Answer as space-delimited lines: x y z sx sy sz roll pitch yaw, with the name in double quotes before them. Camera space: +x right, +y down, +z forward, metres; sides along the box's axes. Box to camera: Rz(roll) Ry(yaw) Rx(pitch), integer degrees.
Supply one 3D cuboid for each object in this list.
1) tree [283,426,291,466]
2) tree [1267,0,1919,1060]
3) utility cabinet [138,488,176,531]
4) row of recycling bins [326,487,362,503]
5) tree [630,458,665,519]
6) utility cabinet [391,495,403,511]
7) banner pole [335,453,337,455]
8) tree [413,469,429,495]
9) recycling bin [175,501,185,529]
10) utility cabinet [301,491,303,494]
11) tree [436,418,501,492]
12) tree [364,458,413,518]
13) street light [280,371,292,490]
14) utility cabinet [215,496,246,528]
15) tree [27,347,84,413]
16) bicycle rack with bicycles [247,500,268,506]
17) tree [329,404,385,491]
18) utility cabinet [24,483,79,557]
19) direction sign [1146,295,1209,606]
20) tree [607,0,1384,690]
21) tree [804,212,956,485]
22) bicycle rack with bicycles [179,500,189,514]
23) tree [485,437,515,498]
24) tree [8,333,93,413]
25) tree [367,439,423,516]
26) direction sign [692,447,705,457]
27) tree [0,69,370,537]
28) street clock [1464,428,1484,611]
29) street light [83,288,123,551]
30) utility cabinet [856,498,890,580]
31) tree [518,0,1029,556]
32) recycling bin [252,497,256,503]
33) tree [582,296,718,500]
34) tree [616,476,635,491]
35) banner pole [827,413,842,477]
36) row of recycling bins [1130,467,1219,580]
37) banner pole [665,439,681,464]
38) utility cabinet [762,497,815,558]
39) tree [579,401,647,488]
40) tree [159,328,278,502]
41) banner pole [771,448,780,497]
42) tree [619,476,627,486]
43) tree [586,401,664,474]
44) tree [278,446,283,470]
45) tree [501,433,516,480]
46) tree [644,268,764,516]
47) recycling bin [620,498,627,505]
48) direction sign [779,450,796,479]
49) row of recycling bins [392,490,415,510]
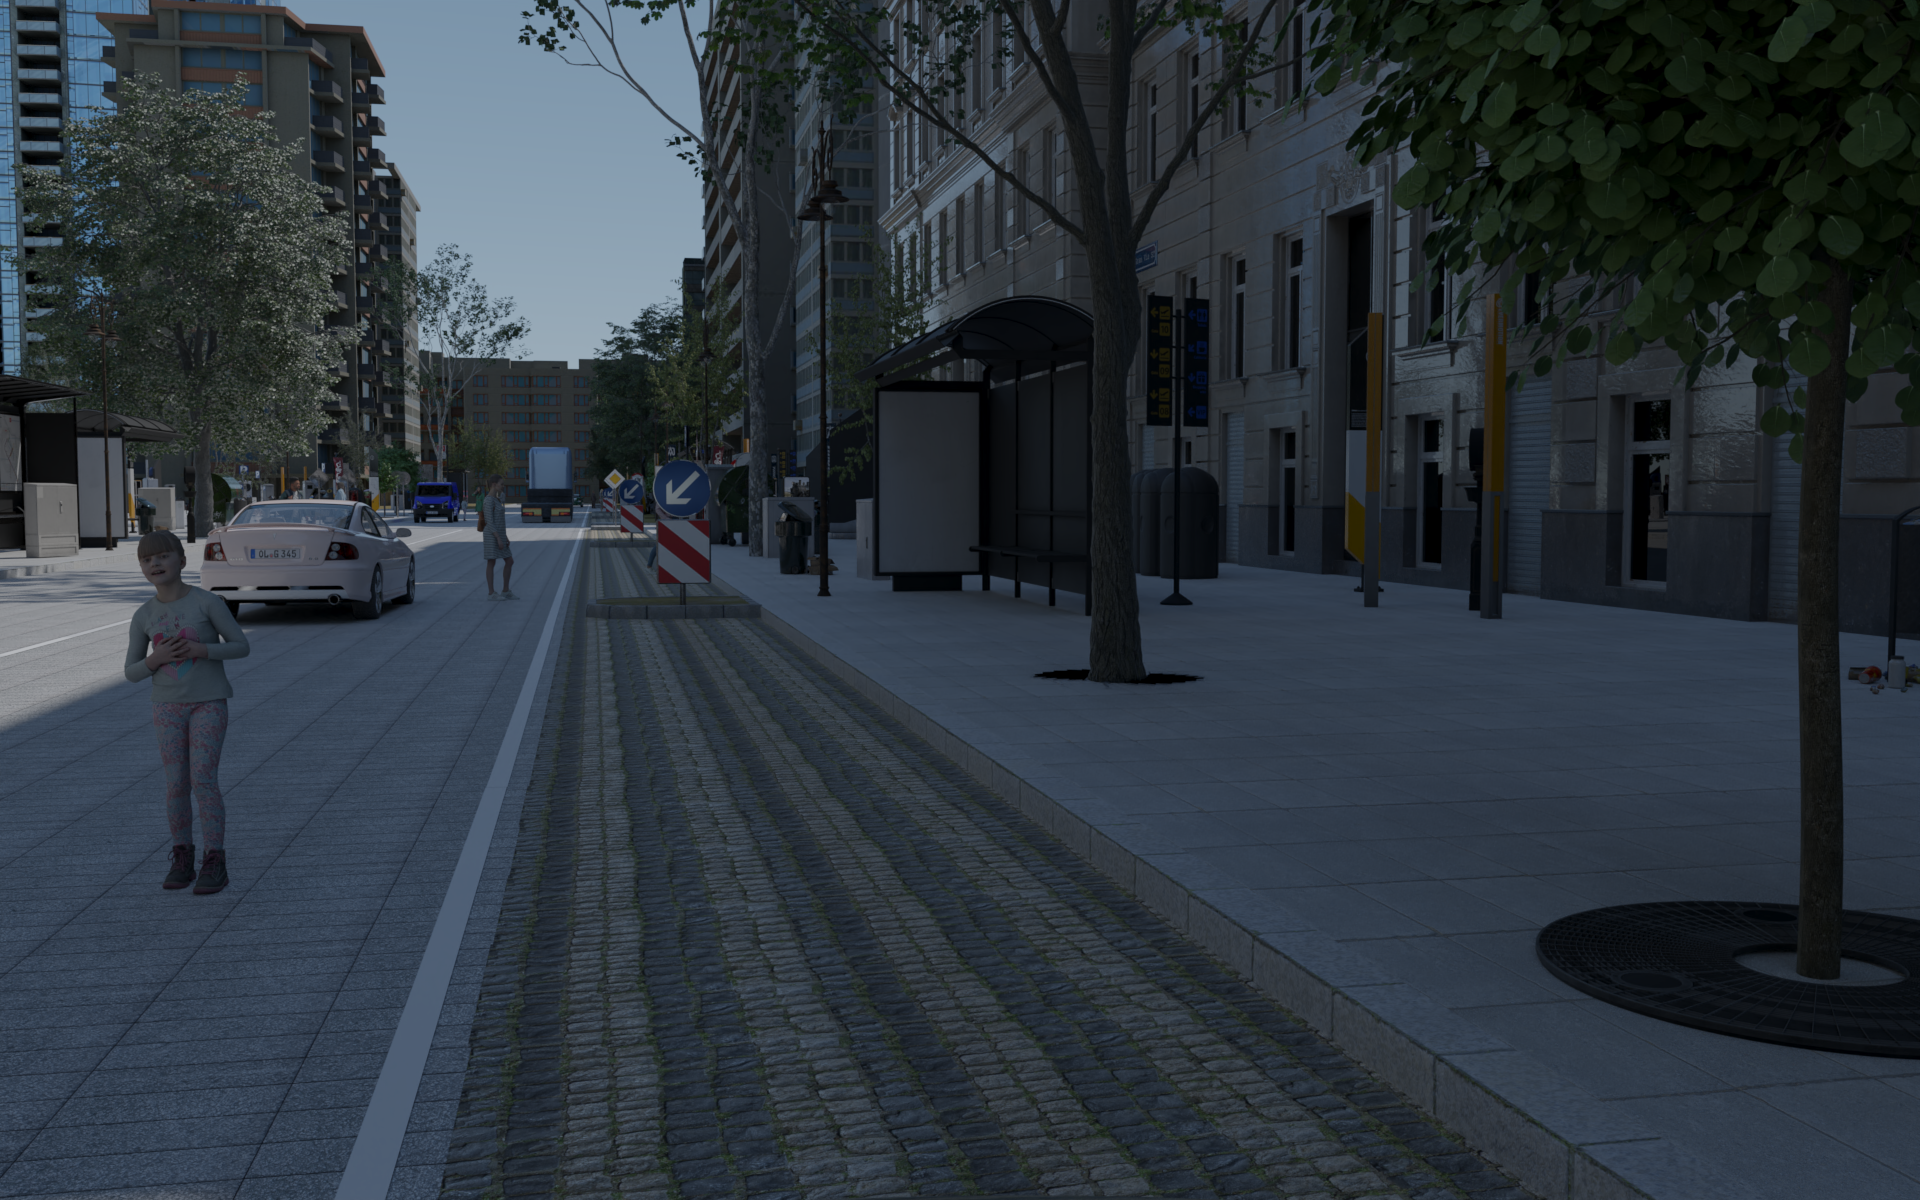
"tree" -56.797 -11.680 141.338 4.360 8.622 3.978 0 3 0
"tree" 2.368 -1.273 4.520 4.285 4.588 4.351 0 3 0
"utility cabinet" -27.840 -3.141 60.027 1.173 1.500 0.318 0 4 5
"row of recycling bins" -38.436 -6.178 108.130 3.534 1.692 1.069 3 5 42
"tree" -16.109 -5.894 90.972 1.663 3.219 1.824 0 3 0
"utility cabinet" -44.061 -7.608 135.555 0.306 1.237 1.020 2 4 30
"banner pole" -37.750 -7.020 104.799 0.401 3.779 0.863 -1 4 -22
"tree" -35.456 -7.220 112.645 1.663 3.219 1.824 0 3 0
"recycling bin" -28.971 -3.118 63.526 0.722 1.027 0.722 2 4 33
"utility cabinet" -42.663 -6.294 111.582 1.173 1.500 0.318 2 4 28
"tree" -46.876 -13.009 163.058 4.737 8.622 4.395 0 3 0
"tree" -30.812 -6.017 92.973 1.663 3.219 1.824 0 3 0
"street light" -24.278 -5.487 62.503 0.468 5.910 1.993 -1 4 -12
"utility cabinet" -26.697 -3.195 63.400 1.020 1.237 0.306 -3 4 -37
"tree" -43.739 -8.139 83.436 4.360 8.622 3.978 0 3 0
"bicycle rack with bicycles" -41.128 -5.334 100.591 2.925 0.926 2.852 0 4 8
"tree" -49.300 -11.711 141.833 4.360 8.622 3.978 0 3 0
"utility cabinet" -18.394 -1.615 35.092 0.318 1.500 1.173 1 4 10
"direction sign" 2.512 -1.713 20.000 0.876 3.537 0.379 -2 4 -31
"tree" 1.001 -5.259 11.743 9.928 11.665 9.643 0 3 0
"tree" -1.917 -5.828 45.649 4.737 8.622 4.395 0 3 0
"bicycle rack with bicycles" -50.711 -5.939 110.491 2.925 0.926 2.852 2 4 28
"tree" -56.583 -15.993 211.855 4.360 8.622 3.978 0 3 0
"tree" -53.083 -10.208 101.315 7.601 10.594 8.767 -1 4 -11
"tree" -33.874 -7.344 103.795 4.285 4.588 4.351 0 3 0
"direction sign" -12.759 -5.638 84.171 0.876 3.537 0.379 2 4 27
"tree" -22.673 -8.845 51.269 9.857 13.997 8.962 0 3 0
"street clock" 5.717 -0.885 19.045 0.358 2.002 0.471 1 4 21
"street light" -19.307 -4.058 39.133 0.468 5.910 1.993 -1 4 -12
"utility cabinet" -1.322 -0.920 26.199 0.306 1.237 1.020 -1 4 -17
"tree" -4.804 -10.880 33.779 12.611 20.169 13.585 0 3 0
"recycling bin" -53.650 -7.235 130.847 0.722 1.027 0.722 0 4 4
"tree" -20.081 -12.601 112.685 9.857 13.997 8.962 0 3 0
"tree" -42.066 -16.147 214.357 4.360 8.622 3.978 0 3 0
"banner pole" -3.879 -3.886 53.560 0.863 3.779 0.401 3 4 36
"row of recycling bins" 3.293 -1.258 27.677 1.069 1.692 3.534 0 4 -7
"banner pole" -12.785 -5.354 77.562 0.863 3.779 0.401 -1 4 -14
"utility cabinet" -3.464 -1.458 34.994 1.020 1.237 0.306 -2 4 -29
"tree" -38.240 -17.048 195.739 9.611 12.733 9.660 0 3 0
"tree" -32.985 -7.681 75.943 4.360 8.622 3.978 0 3 0
"banner pole" -10.027 -6.385 94.404 0.401 3.779 0.863 2 4 35
"tree" -27.257 -9.049 142.552 1.663 3.219 1.824 0 3 0
"tree" -31.178 -14.132 165.466 7.601 10.594 8.767 2 4 30
"tree" -39.600 -8.799 94.231 4.360 8.622 3.978 0 3 0
"tree" -49.940 -14.109 181.038 4.737 8.622 4.395 0 3 0
"tree" -8.371 -6.515 56.888 4.737 8.622 4.395 0 3 0
"recycling bin" -28.089 -8.116 145.251 0.722 1.027 0.722 0 4 -5
"direction sign" -8.788 -5.894 88.357 0.876 3.537 0.379 -1 4 -18
"row of recycling bins" -45.711 -8.377 144.081 1.069 1.692 3.534 2 4 33
